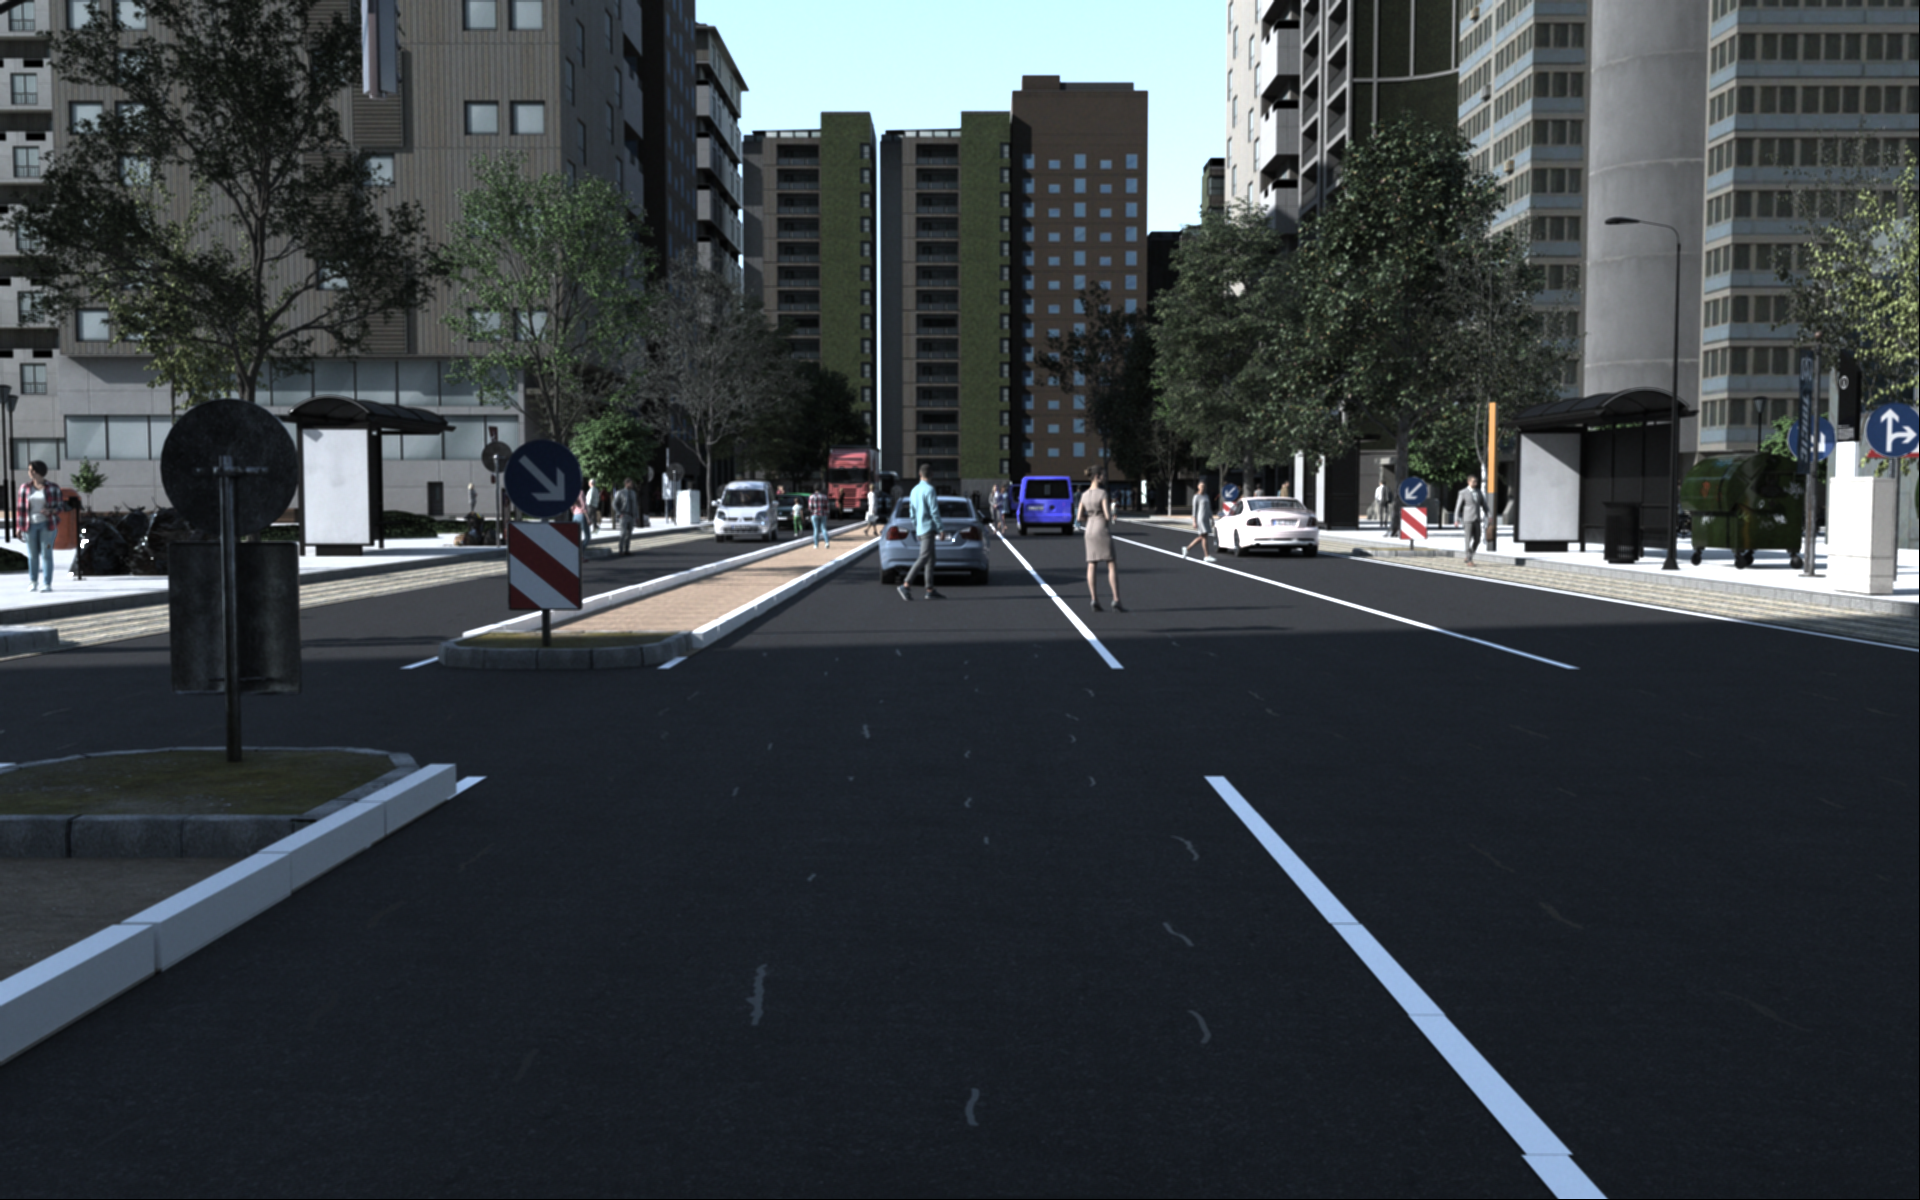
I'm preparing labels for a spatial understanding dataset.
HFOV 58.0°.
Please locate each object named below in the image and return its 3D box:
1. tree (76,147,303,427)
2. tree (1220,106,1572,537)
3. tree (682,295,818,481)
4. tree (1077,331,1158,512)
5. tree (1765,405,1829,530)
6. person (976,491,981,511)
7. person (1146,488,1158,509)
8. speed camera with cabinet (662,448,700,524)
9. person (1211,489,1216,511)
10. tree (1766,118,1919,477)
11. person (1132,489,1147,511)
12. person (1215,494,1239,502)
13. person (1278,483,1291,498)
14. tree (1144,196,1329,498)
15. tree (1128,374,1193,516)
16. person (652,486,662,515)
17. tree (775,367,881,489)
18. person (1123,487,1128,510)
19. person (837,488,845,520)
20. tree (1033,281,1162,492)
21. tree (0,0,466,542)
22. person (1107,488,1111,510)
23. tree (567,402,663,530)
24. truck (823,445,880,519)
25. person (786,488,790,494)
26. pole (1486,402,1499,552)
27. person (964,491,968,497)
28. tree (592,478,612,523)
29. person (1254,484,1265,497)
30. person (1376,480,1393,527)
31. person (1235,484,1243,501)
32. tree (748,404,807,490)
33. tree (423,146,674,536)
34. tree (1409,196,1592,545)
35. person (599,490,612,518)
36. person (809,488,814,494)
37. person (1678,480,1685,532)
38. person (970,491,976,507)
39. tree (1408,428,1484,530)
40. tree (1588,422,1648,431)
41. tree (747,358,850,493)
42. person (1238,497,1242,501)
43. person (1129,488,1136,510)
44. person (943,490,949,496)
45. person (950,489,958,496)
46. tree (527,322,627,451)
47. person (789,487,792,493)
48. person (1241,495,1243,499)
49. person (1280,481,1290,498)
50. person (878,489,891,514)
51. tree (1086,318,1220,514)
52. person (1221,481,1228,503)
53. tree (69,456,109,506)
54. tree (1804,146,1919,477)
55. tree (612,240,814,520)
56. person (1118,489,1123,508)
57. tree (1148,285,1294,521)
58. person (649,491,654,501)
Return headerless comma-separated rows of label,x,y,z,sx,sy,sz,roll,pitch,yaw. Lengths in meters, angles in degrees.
tree,-16.861,-5.349,37.815,4.737,8.622,4.395,0,3,0
tree,13.301,-8.225,51.491,9.611,12.733,9.660,0,3,0
tree,-11.996,-11.062,98.987,7.486,12.596,7.792,0,3,0
tree,13.175,-13.231,126.696,12.009,13.543,11.850,0,3,0
tree,30.299,-4.783,61.923,4.285,4.588,4.351,0,3,0
person,1.674,-8.586,149.677,0.445,1.727,0.742,-3,5,-45
person,16.324,-8.650,147.462,1.348,1.826,0.705,-1,4,-22
speed camera with cabinet,-11.947,-4.886,74.218,0.660,3.252,2.038,-3,5,-44
person,19.454,-7.708,132.985,0.530,1.710,0.541,2,4,30
tree,17.782,-5.125,34.161,4.360,8.622,3.978,0,3,0
person,13.884,-7.784,134.033,1.217,1.743,0.721,1,4,14
person,15.014,-5.596,97.492,1.348,1.831,0.705,1,4,12
person,16.265,-4.944,86.900,0.660,1.820,0.620,-1,4,-11
tree,12.504,-10.253,74.287,9.857,13.997,8.962,0,3,0
tree,12.323,-9.315,102.667,4.360,8.622,3.978,0,3,0
person,-18.055,-5.942,103.923,0.721,1.743,1.217,3,4,38
tree,-11.777,-14.547,154.853,9.611,12.733,9.660,0,3,0
person,13.280,-8.128,138.920,0.705,1.826,1.348,0,4,-4
person,-6.517,-5.200,94.033,0.721,1.766,1.217,0,4,7
tree,12.081,-18.392,156.594,12.611,20.169,13.585,0,3,0
tree,-11.843,-5.726,28.041,8.767,10.594,7.601,2,4,29
person,12.168,-8.250,141.065,0.705,1.807,1.348,0,4,-1
tree,-12.388,-4.804,62.260,4.285,4.588,4.351,0,3,0
truck,-6.218,-6.896,101.671,2.839,4.237,11.283,0,4,0
person,-11.816,-6.932,120.106,0.721,1.736,1.217,1,4,11
pole,11.881,-2.739,38.620,0.158,3.312,0.155,0,3,0
person,0.631,-9.243,160.358,0.721,1.736,1.217,0,4,-4
tree,-15.867,-5.100,77.994,1.663,3.219,1.824,0,3,0
person,14.289,-4.643,82.310,0.716,1.782,0.532,0,4,-7
person,16.643,-3.779,67.927,0.679,1.850,0.850,1,4,11
person,16.257,-5.803,100.559,0.705,1.869,1.348,0,4,-6
tree,-12.108,-9.889,112.043,4.360,8.622,3.978,0,3,0
tree,-12.312,-7.761,52.653,9.928,11.665,9.643,0,3,0
tree,13.522,-5.710,43.721,4.360,8.622,3.978,0,3,0
person,-18.921,-5.285,92.409,0.705,1.831,1.348,2,4,24
person,-11.316,-7.686,132.424,1.217,1.735,0.721,-2,4,-33
person,24.179,-3.159,58.240,0.519,1.759,0.362,3,5,44
person,1.287,-9.472,163.895,1.217,1.766,0.721,-3,5,-42
tree,17.346,-4.821,62.545,4.285,4.588,4.351,0,3,0
tree,23.423,-4.767,61.646,4.285,4.588,4.351,0,3,0
tree,-12.127,-12.367,127.961,9.928,11.665,9.643,0,3,0
person,15.799,-5.420,94.669,0.705,1.822,1.348,-3,5,-42
person,13.950,-8.192,140.424,0.568,1.767,0.683,0,4,-7
person,-0.971,-7.588,133.084,1.217,1.766,0.721,0,4,3
person,-0.351,-6.747,119.329,1.217,1.766,0.721,2,4,24
tree,-16.375,-7.497,72.940,4.360,8.622,3.978,0,3,0
person,-12.161,-7.235,124.782,0.568,1.767,0.683,2,4,26
person,13.359,-4.335,81.597,0.332,1.250,0.352,-1,4,-21
person,13.522,-4.038,71.969,0.656,1.842,0.836,3,4,36
person,-5.373,-6.989,122.757,1.348,1.826,0.705,2,4,35
tree,12.963,-11.883,111.290,9.611,12.733,9.660,0,3,0
person,11.854,-4.356,77.066,0.447,1.846,0.655,1,4,17
tree,-44.087,-5.670,87.305,1.663,3.219,1.824,0,3,0
tree,16.758,-4.806,28.938,4.737,8.622,4.395,0,3,0
tree,-12.438,-10.672,84.860,12.009,13.543,11.850,0,3,0
person,14.400,-9.254,157.883,0.750,1.759,0.617,-1,4,-23
tree,12.938,-9.697,84.309,9.928,11.665,9.643,0,3,0
person,-17.758,-5.622,97.591,1.348,1.869,0.705,2,4,29
